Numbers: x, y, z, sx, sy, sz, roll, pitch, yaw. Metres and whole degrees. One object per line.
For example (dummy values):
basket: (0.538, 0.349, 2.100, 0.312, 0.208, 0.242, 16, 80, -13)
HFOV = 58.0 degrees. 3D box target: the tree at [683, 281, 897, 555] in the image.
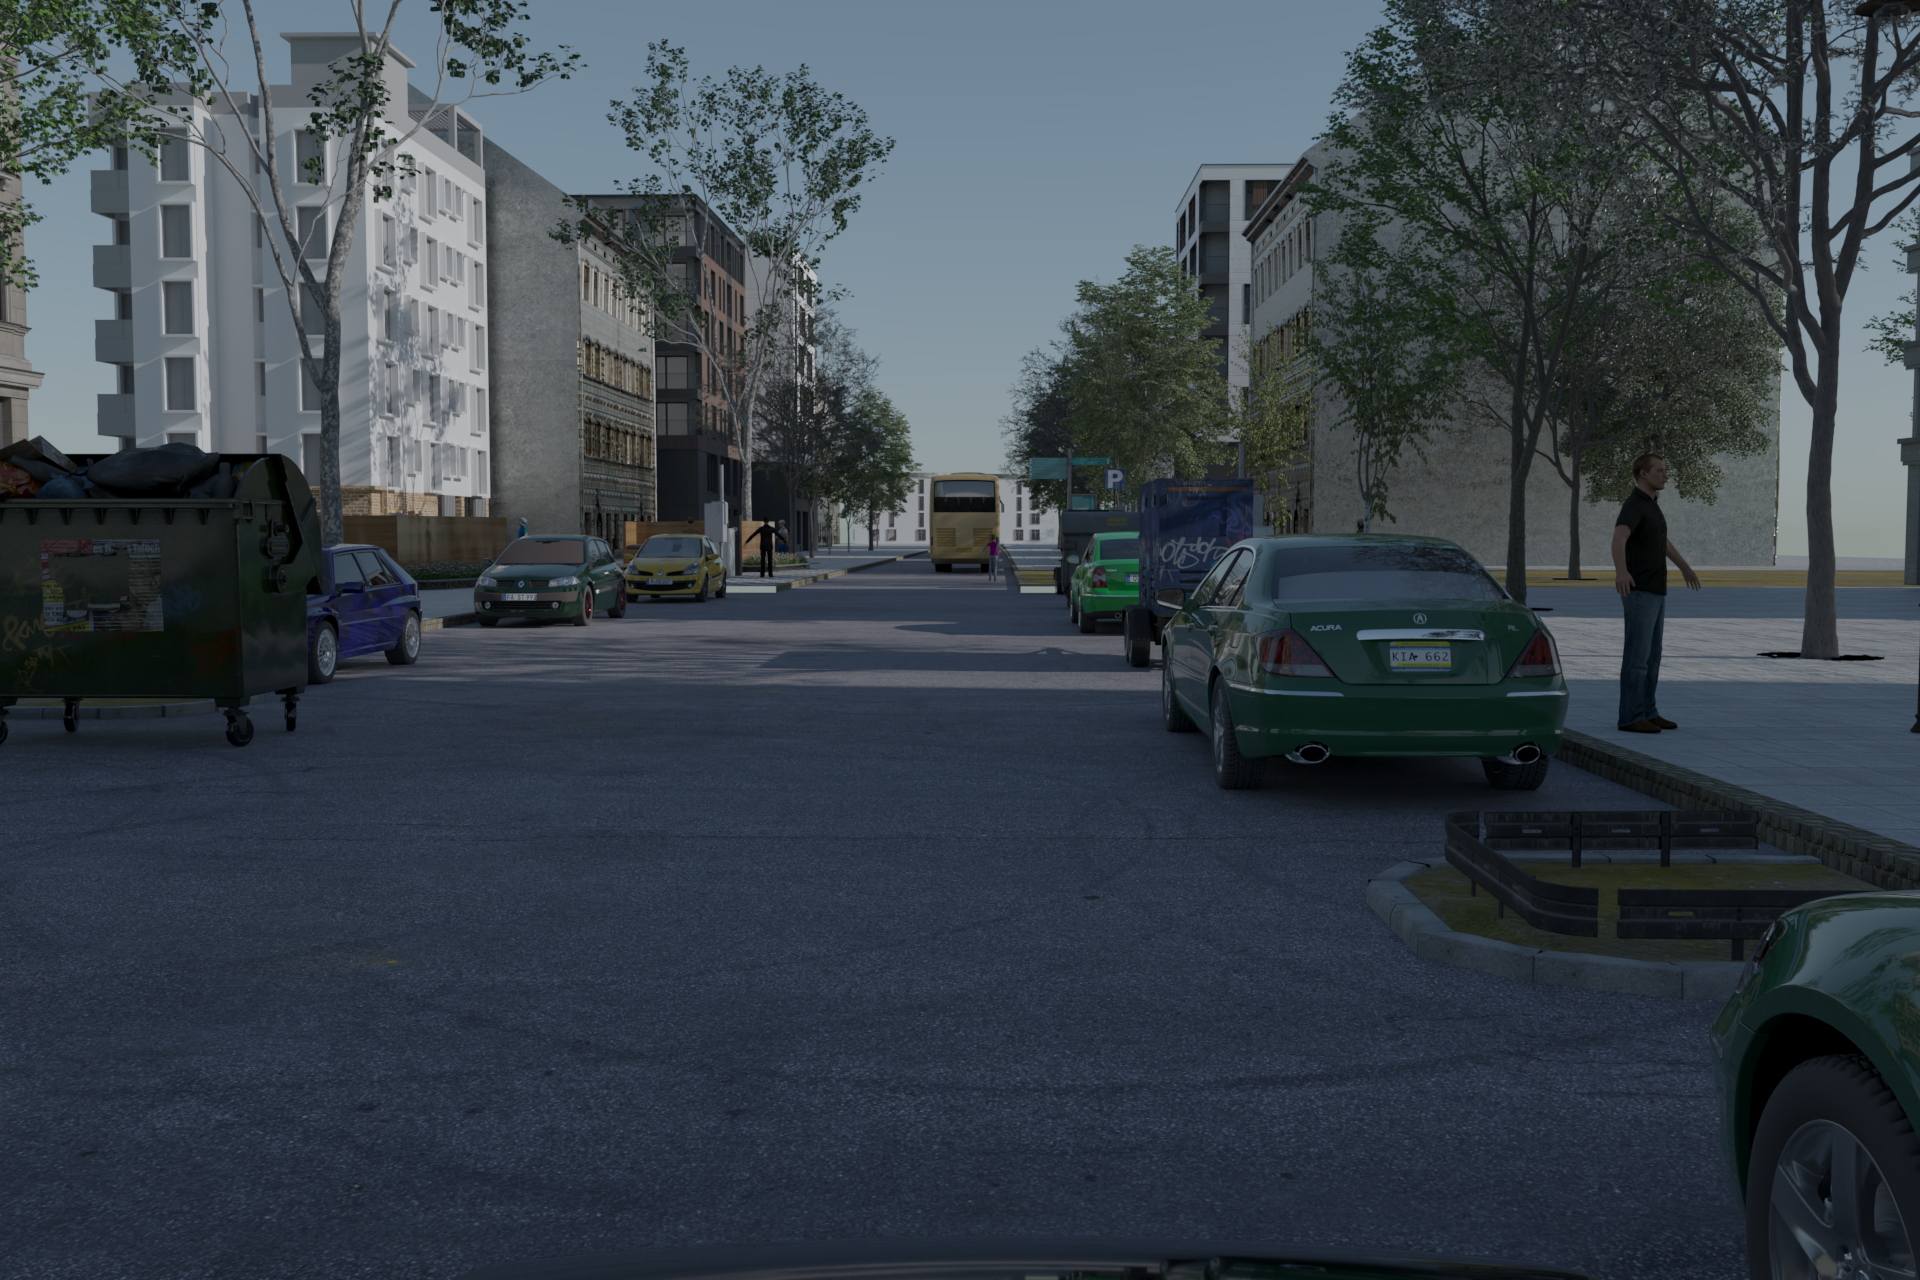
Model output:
tree: (-8.150, -10.626, 84.098, 12.009, 13.543, 11.850, 0, 3, 0)

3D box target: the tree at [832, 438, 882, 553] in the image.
tree: (-7.795, -10.394, 120.310, 4.360, 8.622, 3.978, 0, 3, 0)

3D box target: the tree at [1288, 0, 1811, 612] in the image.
tree: (9.531, -6.304, 28.825, 9.928, 11.665, 9.643, 0, 3, 0)

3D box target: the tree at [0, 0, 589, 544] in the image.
tree: (-12.811, -10.869, 33.606, 12.611, 20.169, 13.585, 0, 3, 0)

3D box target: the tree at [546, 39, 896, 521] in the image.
tree: (-9.214, -12.934, 67.363, 12.611, 20.169, 13.585, 0, 3, 0)

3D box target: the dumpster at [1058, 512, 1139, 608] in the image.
dumpster: (2.832, -1.540, 33.389, 1.865, 1.857, 1.264, 0, 4, 1)

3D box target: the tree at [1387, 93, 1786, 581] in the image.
tree: (17.003, -8.410, 47.866, 12.009, 13.543, 11.850, 0, 3, 0)

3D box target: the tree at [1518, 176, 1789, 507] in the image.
tree: (24.316, -9.426, 60.764, 9.857, 13.997, 8.962, 0, 3, 0)

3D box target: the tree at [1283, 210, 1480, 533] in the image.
tree: (9.577, -5.456, 39.564, 4.737, 8.622, 4.395, 0, 3, 0)

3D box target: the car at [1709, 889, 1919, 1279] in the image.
car: (2.165, 0.655, 1.096, 2.131, 1.459, 4.920, 0, 4, 1)

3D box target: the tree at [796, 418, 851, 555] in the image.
tree: (-8.401, -9.661, 108.324, 4.737, 8.622, 4.395, 0, 3, 0)

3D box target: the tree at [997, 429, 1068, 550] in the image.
tree: (8.262, -14.113, 141.123, 12.009, 13.543, 11.850, 0, 3, 0)

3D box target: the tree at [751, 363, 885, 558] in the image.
tree: (-7.929, -9.753, 93.876, 8.767, 10.594, 7.601, 1, 4, 12)

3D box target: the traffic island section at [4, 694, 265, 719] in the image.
traffic island section: (-6.962, 0.518, 14.391, 1.991, 0.108, 1.994, 0, 4, 2)

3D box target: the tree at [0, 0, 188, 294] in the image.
tree: (-12.821, -5.750, 19.761, 9.928, 11.665, 9.643, 0, 3, 0)

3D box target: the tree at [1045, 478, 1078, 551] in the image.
tree: (7.636, -10.981, 129.900, 4.737, 8.622, 4.395, 0, 3, 0)

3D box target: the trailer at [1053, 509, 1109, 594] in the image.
trailer: (3.007, -2.144, 42.106, 1.471, 1.999, 3.904, 0, 4, 1)

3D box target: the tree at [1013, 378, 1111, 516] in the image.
tree: (7.392, -12.424, 121.260, 7.486, 12.596, 7.792, 0, 3, 0)

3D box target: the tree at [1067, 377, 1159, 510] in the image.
tree: (6.615, -7.817, 78.173, 4.737, 8.622, 4.395, 0, 3, 0)

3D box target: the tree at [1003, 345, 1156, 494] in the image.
tree: (7.857, -12.159, 109.171, 12.009, 13.543, 11.850, 0, 3, 0)

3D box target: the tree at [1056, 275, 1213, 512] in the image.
tree: (4.402, -6.091, 49.958, 4.360, 8.622, 3.978, 0, 3, 0)

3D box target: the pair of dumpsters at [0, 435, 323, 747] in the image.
pair of dumpsters: (-6.881, -0.433, 12.037, 4.436, 2.255, 1.574, 0, 4, 1)

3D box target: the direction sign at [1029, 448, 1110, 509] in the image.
direction sign: (3.396, -3.960, 53.514, 2.525, 3.948, 1.411, 0, 4, 2)

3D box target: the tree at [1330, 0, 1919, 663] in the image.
tree: (8.797, -6.557, 17.583, 12.009, 13.543, 11.850, 0, 3, 0)

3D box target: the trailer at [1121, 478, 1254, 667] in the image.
trailer: (2.565, -0.771, 19.655, 1.471, 1.999, 3.904, 0, 4, 1)

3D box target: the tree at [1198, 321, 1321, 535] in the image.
tree: (10.475, -6.646, 59.023, 4.737, 8.622, 4.395, 0, 3, 0)

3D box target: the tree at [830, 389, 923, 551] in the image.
tree: (-6.566, -13.272, 135.131, 7.486, 12.596, 7.792, 0, 3, 0)

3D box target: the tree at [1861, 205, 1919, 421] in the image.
tree: (28.300, -7.375, 46.331, 9.928, 11.665, 9.643, 0, 3, 0)

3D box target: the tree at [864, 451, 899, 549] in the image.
tree: (-6.876, -11.993, 146.449, 4.737, 8.622, 4.395, 0, 3, 0)

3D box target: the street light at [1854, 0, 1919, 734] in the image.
street light: (6.240, -2.338, 11.007, 0.468, 5.910, 1.993, 0, 4, 1)

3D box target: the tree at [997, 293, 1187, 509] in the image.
tree: (6.963, -10.819, 87.265, 12.009, 13.543, 11.850, 0, 3, 0)

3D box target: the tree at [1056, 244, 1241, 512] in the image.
tree: (7.384, -9.162, 67.920, 7.486, 12.596, 7.792, 0, 3, 0)
